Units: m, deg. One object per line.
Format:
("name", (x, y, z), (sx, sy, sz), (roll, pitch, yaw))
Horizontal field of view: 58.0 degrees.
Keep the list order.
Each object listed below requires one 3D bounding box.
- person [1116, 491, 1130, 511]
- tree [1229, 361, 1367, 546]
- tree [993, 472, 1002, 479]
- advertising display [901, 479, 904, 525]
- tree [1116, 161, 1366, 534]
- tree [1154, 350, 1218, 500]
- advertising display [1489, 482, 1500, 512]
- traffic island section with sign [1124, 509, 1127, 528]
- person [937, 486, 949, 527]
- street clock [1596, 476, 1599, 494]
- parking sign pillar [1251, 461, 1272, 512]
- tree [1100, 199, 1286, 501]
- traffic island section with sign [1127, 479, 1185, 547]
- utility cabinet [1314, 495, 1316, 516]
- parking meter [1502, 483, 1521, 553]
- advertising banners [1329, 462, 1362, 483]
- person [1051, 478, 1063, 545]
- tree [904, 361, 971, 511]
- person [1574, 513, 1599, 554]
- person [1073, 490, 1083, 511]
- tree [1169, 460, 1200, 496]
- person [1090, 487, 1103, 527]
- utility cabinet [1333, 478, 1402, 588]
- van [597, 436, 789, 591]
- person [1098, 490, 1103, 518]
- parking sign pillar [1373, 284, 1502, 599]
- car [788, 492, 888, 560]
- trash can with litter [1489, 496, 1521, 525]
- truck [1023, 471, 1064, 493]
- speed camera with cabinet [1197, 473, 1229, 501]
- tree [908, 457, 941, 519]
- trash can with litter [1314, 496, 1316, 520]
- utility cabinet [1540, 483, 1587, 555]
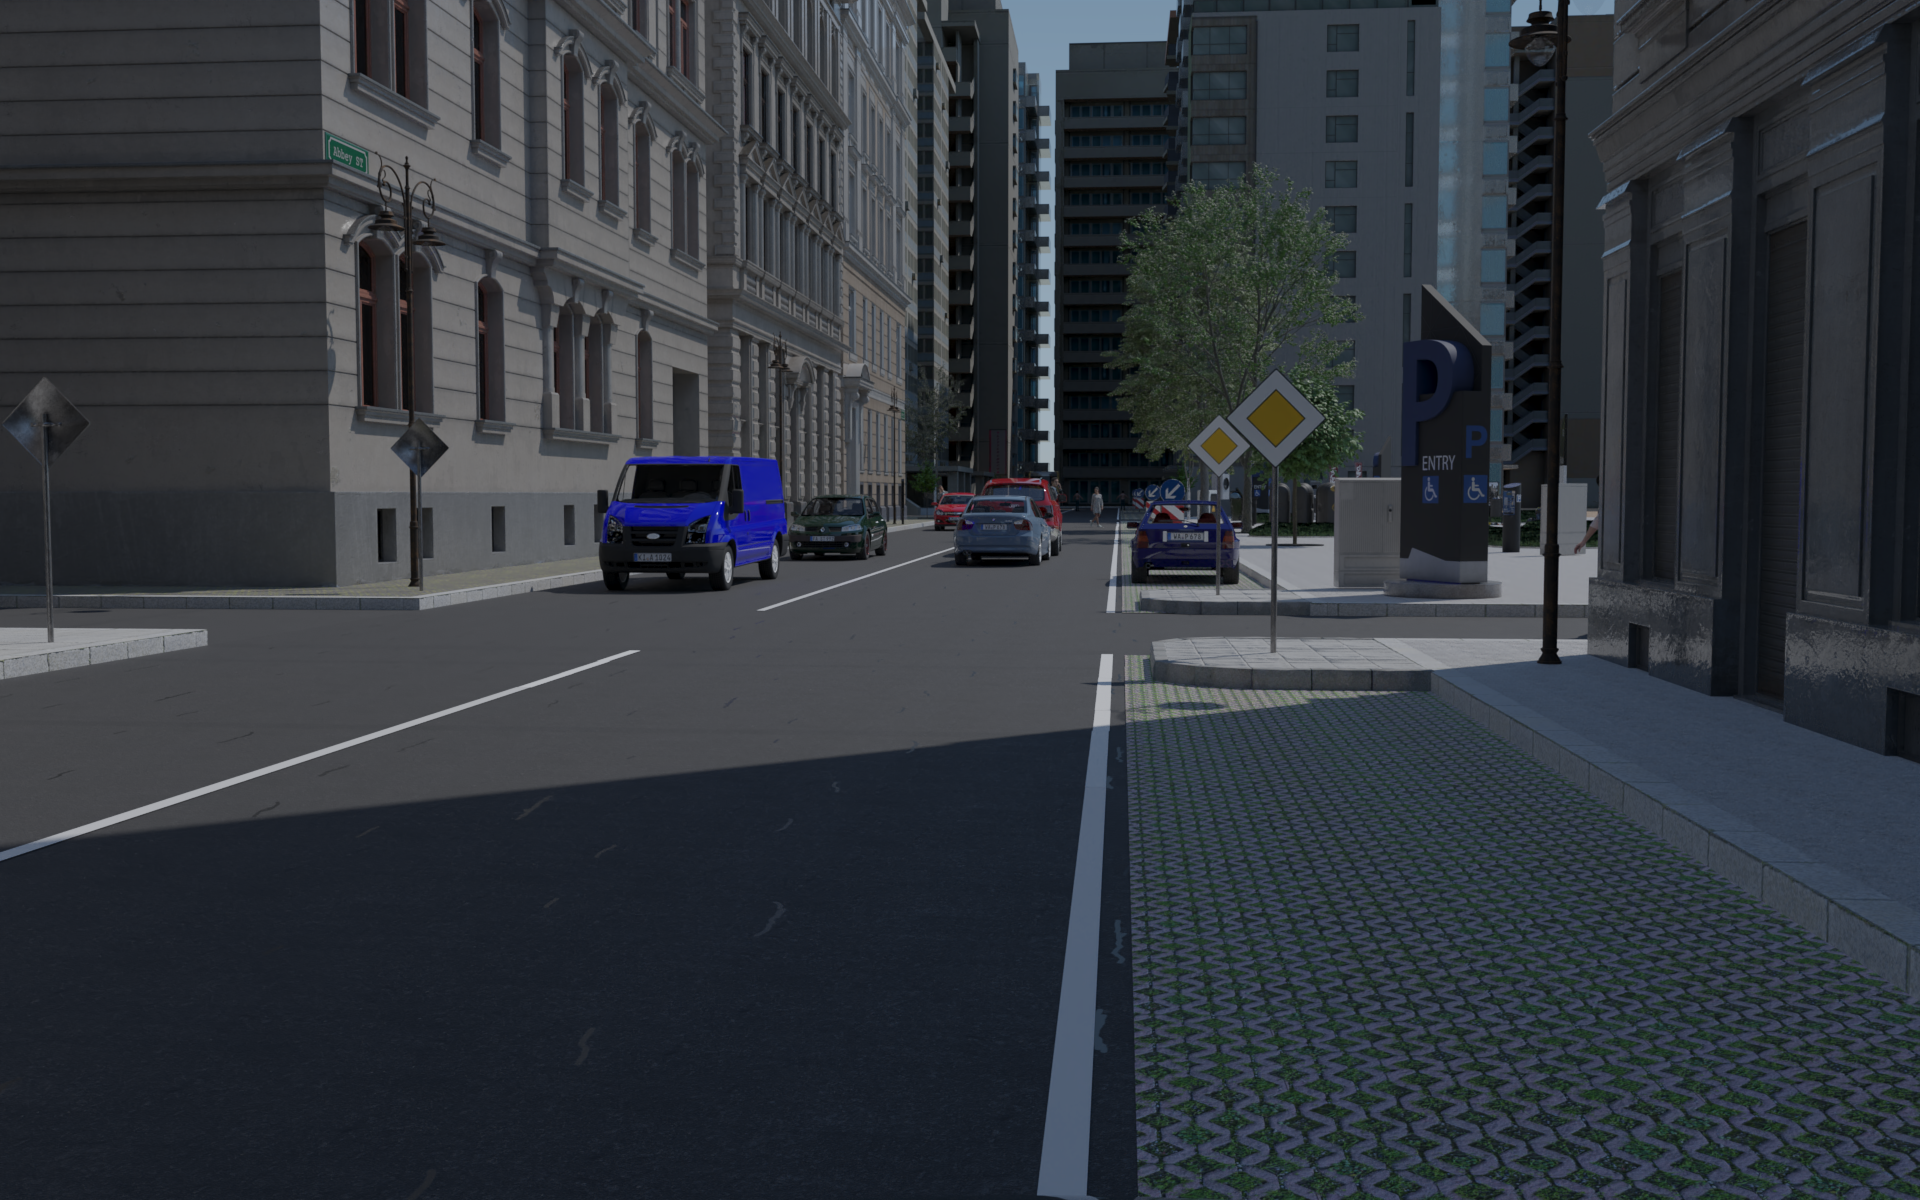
("person", (13.980, -8.522, 148.538), (1.217, 1.736, 0.721), (1, 4, 9))
("tree", (8.305, -3.630, 43.072), (4.285, 4.588, 4.351), (0, 3, 0))
("tree", (2.935, -9.543, 150.630), (1.663, 3.219, 1.824), (0, 3, 0))
("advertising display", (-2.426, -4.169, 73.385), (0.123, 1.923, 0.974), (0, 4, -3))
("tree", (9.155, -7.952, 55.778), (9.928, 11.665, 9.643), (0, 3, 0))
("tree", (11.366, -8.281, 85.764), (4.737, 8.622, 4.395), (0, 3, 0))
("advertising display", (27.716, -5.217, 90.513), (0.123, 1.923, 0.974), (-3, 5, -43))
("traffic island section with sign", (8.071, -3.968, 73.510), (1.989, 1.847, 2.006), (0, 4, 5))
("person", (-0.713, -4.152, 76.566), (0.592, 1.802, 0.473), (0, 4, 2))
("street clock", (23.049, -3.519, 62.100), (0.471, 2.002, 0.358), (2, 4, 25))
("parking sign pillar", (16.037, -6.388, 92.908), (1.447, 3.967, 1.447), (2, 4, 35))
("tree", (9.182, -9.133, 67.454), (7.486, 12.596, 7.792), (0, 3, 0))
("traffic island section with sign", (5.570, -2.314, 46.470), (1.989, 1.847, 2.006), (0, 4, 5))
("utility cabinet", (18.178, -4.760, 88.989), (1.020, 1.237, 0.306), (-3, 5, -45))
("parking meter", (12.128, -1.814, 38.074), (0.372, 1.533, 0.369), (0, 3, 0))
("advertising banners", (19.449, -5.540, 86.774), (2.074, 3.025, 0.090), (1, 4, 10))
("person", (2.712, -2.528, 49.188), (0.474, 1.900, 0.648), (0, 4, 6))
("tree", (-1.605, -8.852, 95.093), (4.360, 8.622, 3.978), (0, 3, 0))
("person", (6.551, -0.508, 17.473), (0.731, 1.740, 0.598), (0, 4, -6))
("person", (9.827, -8.248, 144.071), (0.721, 1.736, 1.217), (-3, 5, -39))
("tree", (12.524, -6.316, 97.872), (1.663, 3.219, 1.824), (0, 3, 0))
("person", (5.893, -4.030, 75.146), (0.466, 1.731, 0.760), (-3, 5, -43))
("utility cabinet", (5.693, -0.905, 23.480), (1.173, 1.500, 0.318), (0, 4, -1))
("van", (-4.175, -1.416, 27.544), (2.240, 2.365, 5.245), (0, 4, 6))
("person", (8.406, -5.849, 105.058), (0.541, 1.710, 0.530), (-1, 4, -18))
("parking sign pillar", (6.084, -2.034, 21.733), (1.447, 3.967, 1.447), (-1, 4, -19))
("car", (-2.716, -1.786, 38.993), (2.009, 1.686, 4.222), (0, 4, 6))
("trash can with litter", (22.304, -3.668, 71.031), (1.678, 1.210, 2.233), (-3, 5, -45))
("truck", (7.299, -9.435, 150.179), (3.469, 3.379, 9.791), (0, 4, 3))
("speed camera with cabinet", (10.941, -4.915, 74.702), (0.660, 3.252, 2.038), (2, 4, 34))
("tree", (-1.724, -5.885, 90.819), (1.663, 3.219, 1.824), (0, 3, 0))
("trash can with litter", (18.048, -4.543, 85.334), (2.233, 1.210, 1.678), (-1, 4, -21))
("utility cabinet", (12.606, -1.683, 36.195), (1.173, 1.500, 0.318), (-3, 4, -36))
